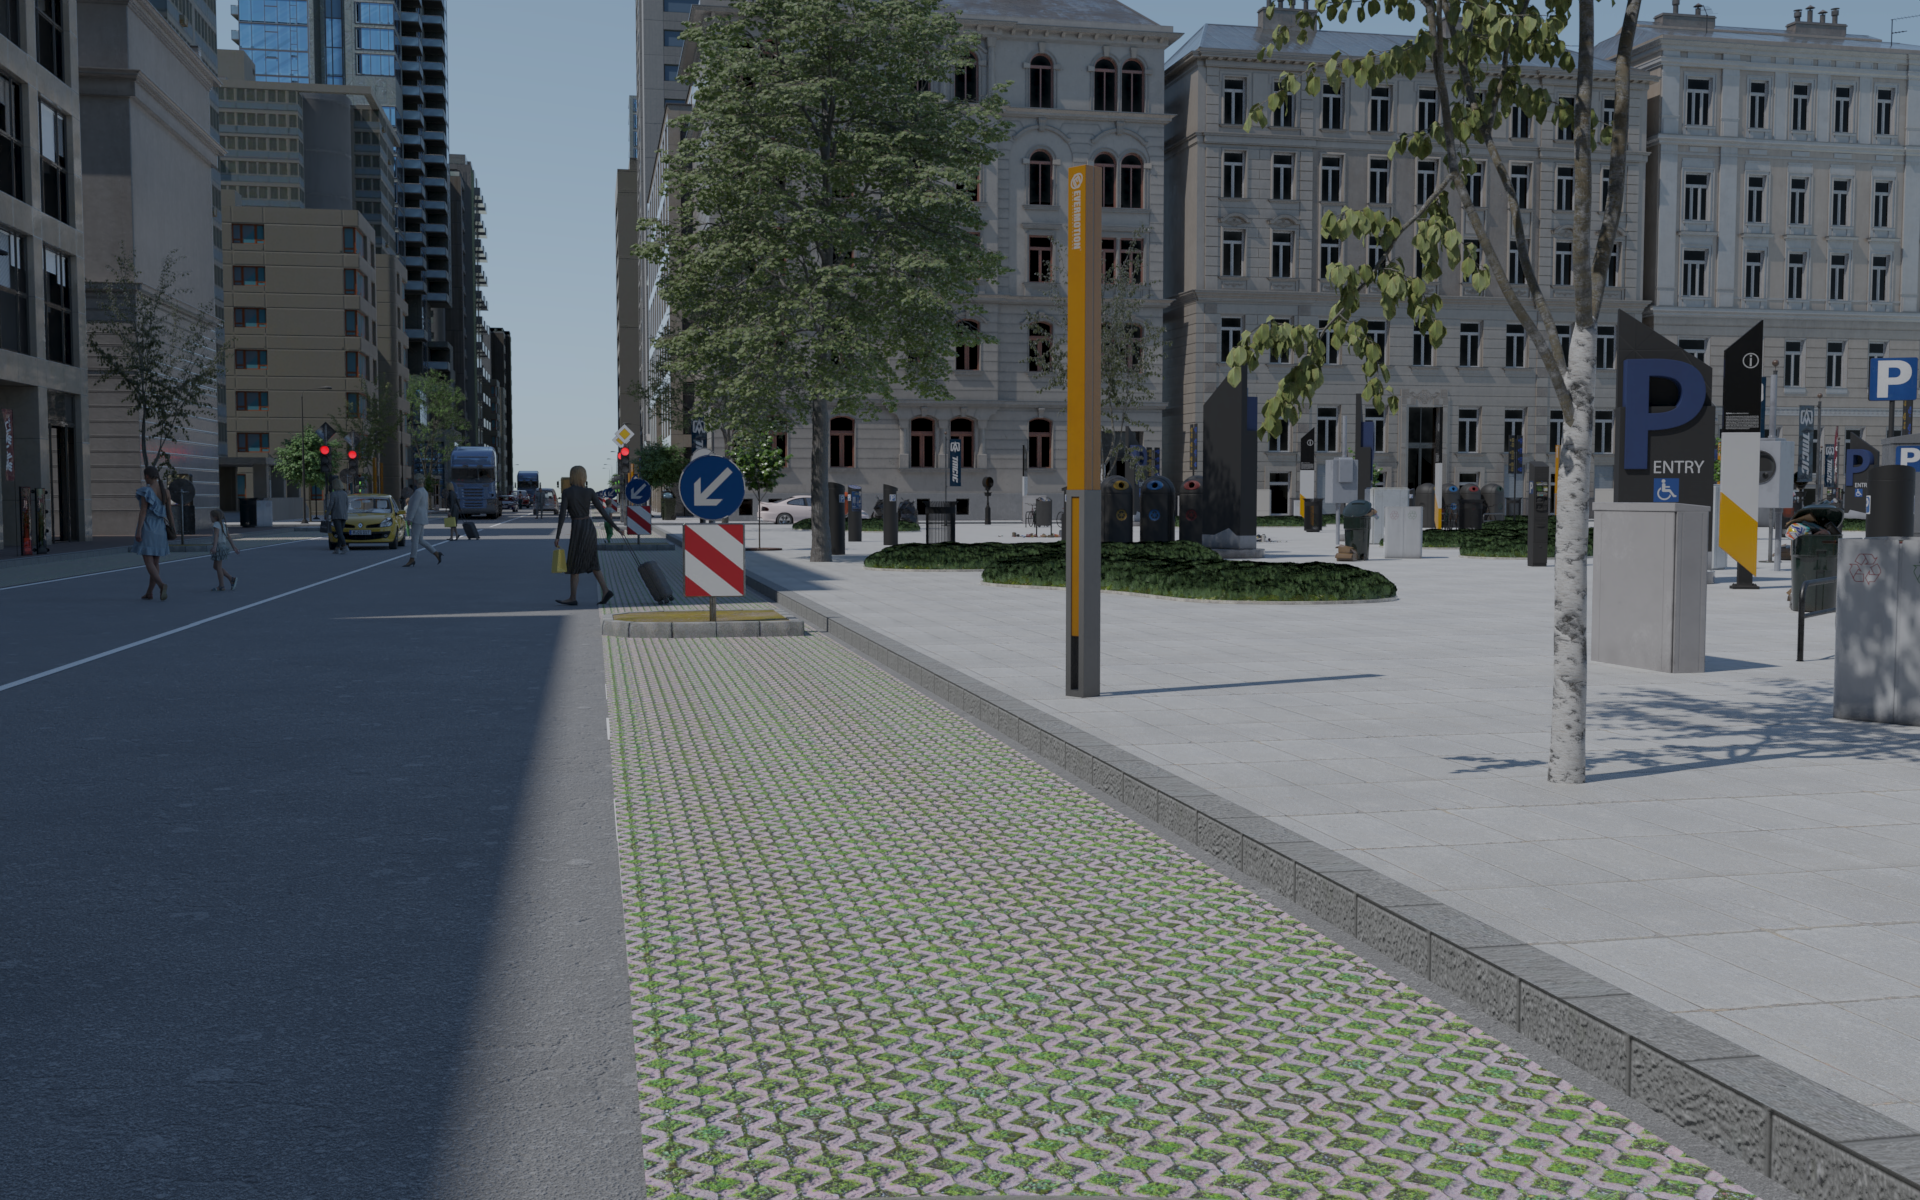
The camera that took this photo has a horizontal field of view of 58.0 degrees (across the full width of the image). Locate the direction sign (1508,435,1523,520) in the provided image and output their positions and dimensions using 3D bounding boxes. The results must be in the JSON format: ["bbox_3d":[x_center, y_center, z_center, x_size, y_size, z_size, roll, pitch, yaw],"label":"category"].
[{"bbox_3d":[21.386,-4.571,66.728,0.876,3.537,0.379,-3,4,-38],"label":"direction sign"}]

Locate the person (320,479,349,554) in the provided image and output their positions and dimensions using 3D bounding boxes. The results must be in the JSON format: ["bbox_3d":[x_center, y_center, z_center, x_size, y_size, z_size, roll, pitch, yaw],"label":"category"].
[{"bbox_3d":[-14.883,-1.997,41.339,0.728,1.800,0.709,2,4,33],"label":"person"}]

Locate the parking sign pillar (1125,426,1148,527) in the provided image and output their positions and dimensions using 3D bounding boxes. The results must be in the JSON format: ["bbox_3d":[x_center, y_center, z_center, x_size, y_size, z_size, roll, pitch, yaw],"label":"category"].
[{"bbox_3d":[7.035,-4.930,69.072,1.447,3.967,1.447,2,4,30],"label":"parking sign pillar"}]

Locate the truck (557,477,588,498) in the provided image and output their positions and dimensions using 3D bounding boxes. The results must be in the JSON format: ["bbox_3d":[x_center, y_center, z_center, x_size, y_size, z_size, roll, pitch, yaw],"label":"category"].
[{"bbox_3d":[-43.319,-12.100,193.765,3.469,3.379,9.791,-1,4,-13],"label":"truck"}]

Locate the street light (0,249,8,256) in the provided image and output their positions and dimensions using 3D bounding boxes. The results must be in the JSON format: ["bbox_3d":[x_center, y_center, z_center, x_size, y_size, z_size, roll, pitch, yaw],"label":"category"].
[{"bbox_3d":[-18.724,-3.689,32.854,1.470,5.913,1.316,-1,4,-12],"label":"street light"}]

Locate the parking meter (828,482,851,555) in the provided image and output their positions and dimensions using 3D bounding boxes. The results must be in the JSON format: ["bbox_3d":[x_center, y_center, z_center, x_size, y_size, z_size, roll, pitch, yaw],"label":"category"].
[{"bbox_3d":[-2.609,-1.720,36.530,0.372,1.533,0.369,0,3,0],"label":"parking meter"}]

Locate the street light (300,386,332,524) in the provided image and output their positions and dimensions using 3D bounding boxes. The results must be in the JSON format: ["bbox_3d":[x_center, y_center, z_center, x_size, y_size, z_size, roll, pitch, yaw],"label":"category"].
[{"bbox_3d":[-27.776,-6.252,74.759,1.470,5.913,1.316,-1,4,-12],"label":"street light"}]

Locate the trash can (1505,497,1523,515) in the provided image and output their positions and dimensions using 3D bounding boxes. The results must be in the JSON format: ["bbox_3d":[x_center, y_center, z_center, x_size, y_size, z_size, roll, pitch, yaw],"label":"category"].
[{"bbox_3d":[23.377,-3.761,73.145,0.748,1.137,0.748,0,3,0],"label":"trash can"}]

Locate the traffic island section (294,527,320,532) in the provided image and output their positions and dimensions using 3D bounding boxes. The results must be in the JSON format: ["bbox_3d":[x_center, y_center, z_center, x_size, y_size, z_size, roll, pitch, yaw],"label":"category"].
[{"bbox_3d":[-24.638,-2.760,67.414,2.009,0.180,2.903,-1,4,-12],"label":"traffic island section"}]

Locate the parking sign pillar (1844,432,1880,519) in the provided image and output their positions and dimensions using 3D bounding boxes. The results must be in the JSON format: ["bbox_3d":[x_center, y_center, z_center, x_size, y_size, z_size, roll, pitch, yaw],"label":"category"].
[{"bbox_3d":[38.908,-5.274,74.707,1.447,3.967,1.447,-2,4,-28],"label":"parking sign pillar"}]

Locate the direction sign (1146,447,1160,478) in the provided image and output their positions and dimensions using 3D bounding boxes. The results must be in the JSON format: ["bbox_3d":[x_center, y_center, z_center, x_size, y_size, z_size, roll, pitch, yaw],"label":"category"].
[{"bbox_3d":[9.343,-5.620,83.877,0.876,3.537,0.379,-3,4,-38],"label":"direction sign"}]

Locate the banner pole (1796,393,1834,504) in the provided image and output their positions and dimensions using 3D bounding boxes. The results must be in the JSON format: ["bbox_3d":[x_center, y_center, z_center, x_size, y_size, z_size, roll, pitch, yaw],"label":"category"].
[{"bbox_3d":[21.112,-3.240,42.997,0.863,3.779,0.401,-1,4,-18],"label":"banner pole"}]

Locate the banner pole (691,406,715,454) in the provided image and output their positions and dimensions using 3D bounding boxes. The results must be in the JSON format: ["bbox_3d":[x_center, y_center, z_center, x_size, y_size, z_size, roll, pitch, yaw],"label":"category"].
[{"bbox_3d":[-7.214,-3.610,49.040,0.863,3.779,0.401,-2,4,-23],"label":"banner pole"}]

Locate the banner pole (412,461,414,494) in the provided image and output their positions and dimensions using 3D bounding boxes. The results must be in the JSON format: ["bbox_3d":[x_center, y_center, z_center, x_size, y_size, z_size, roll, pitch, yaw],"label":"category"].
[{"bbox_3d":[-41.252,-8.600,130.624,0.401,3.779,0.863,-2,4,-25],"label":"banner pole"}]

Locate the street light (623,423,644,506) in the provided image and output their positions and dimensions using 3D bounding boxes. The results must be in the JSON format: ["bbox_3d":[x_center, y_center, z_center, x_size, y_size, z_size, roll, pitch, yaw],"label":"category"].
[{"bbox_3d":[-21.253,-8.588,112.947,1.470,5.913,1.316,-1,4,-12],"label":"street light"}]

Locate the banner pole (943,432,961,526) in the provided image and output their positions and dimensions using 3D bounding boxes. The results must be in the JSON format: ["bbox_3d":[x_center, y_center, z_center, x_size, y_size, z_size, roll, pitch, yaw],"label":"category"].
[{"bbox_3d":[-0.344,-4.856,69.413,0.863,3.779,0.401,1,4,11],"label":"banner pole"}]

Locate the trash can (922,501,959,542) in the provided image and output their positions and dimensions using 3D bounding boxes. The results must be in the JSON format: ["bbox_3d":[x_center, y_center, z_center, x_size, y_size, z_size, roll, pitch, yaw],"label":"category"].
[{"bbox_3d":[-0.392,-1.430,35.028,0.748,1.137,0.748,0,3,0],"label":"trash can"}]

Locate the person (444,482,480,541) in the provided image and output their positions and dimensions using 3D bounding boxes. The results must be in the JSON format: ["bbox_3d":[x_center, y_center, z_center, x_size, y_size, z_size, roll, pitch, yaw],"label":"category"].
[{"bbox_3d":[-15.424,-2.739,53.507,0.699,1.804,1.509,2,4,29],"label":"person"}]

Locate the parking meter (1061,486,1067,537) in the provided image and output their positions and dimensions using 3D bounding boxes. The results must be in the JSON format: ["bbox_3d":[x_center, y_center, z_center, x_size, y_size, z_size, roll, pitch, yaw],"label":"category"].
[{"bbox_3d":[2.595,-2.004,41.169,0.372,1.533,0.369,0,3,0],"label":"parking meter"}]

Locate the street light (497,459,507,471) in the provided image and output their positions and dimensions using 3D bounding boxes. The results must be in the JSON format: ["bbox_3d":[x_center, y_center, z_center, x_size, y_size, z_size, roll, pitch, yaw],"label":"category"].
[{"bbox_3d":[-61.115,-15.813,231.089,1.470,5.913,1.316,-1,4,-12],"label":"street light"}]

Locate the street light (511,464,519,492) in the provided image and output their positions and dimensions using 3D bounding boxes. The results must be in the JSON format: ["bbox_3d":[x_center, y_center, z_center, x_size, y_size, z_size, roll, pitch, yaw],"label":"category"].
[{"bbox_3d":[-69.420,-18.191,269.970,1.470,5.913,1.316,-1,4,-12],"label":"street light"}]

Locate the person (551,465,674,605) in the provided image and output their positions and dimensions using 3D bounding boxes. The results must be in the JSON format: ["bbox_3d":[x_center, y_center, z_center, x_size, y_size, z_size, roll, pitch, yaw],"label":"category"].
[{"bbox_3d":[-4.504,-0.831,22.304,1.509,1.804,0.699,0,4,3],"label":"person"}]

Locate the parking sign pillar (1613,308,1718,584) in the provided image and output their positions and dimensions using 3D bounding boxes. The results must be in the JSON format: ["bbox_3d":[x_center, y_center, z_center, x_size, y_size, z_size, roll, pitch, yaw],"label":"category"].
[{"bbox_3d":[10.181,-2.237,25.044,1.447,3.967,1.447,1,4,11],"label":"parking sign pillar"}]

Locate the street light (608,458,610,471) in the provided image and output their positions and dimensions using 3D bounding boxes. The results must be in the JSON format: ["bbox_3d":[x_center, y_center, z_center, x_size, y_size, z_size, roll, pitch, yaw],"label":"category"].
[{"bbox_3d":[-37.092,-13.143,187.433,1.470,5.913,1.316,-1,4,-12],"label":"street light"}]

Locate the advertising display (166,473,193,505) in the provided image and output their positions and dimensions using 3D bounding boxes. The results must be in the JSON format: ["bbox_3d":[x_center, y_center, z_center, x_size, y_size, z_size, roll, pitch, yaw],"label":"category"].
[{"bbox_3d":[-24.460,-3.004,54.323,0.974,1.923,0.123,1,4,22],"label":"advertising display"}]

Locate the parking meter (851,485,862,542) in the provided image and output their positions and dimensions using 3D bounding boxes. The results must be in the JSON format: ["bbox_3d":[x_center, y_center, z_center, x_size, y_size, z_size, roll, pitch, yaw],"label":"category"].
[{"bbox_3d":[-2.830,-2.338,46.631,0.372,1.533,0.369,0,3,0],"label":"parking meter"}]

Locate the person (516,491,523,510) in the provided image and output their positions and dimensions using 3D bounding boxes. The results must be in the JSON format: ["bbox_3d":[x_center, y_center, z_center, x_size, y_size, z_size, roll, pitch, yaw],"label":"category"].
[{"bbox_3d":[-40.650,-9.211,159.814,0.721,1.736,1.217,1,4,20],"label":"person"}]

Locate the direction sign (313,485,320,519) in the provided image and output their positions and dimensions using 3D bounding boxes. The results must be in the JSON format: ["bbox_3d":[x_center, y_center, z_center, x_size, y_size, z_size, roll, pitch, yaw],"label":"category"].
[{"bbox_3d":[-32.635,-5.855,87.730,0.379,3.537,0.876,2,4,33],"label":"direction sign"}]

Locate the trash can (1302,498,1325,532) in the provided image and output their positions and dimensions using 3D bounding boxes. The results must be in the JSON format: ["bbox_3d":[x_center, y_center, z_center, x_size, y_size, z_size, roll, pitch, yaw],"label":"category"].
[{"bbox_3d":[11.869,-2.847,58.198,0.748,1.137,0.748,0,3,0],"label":"trash can"}]

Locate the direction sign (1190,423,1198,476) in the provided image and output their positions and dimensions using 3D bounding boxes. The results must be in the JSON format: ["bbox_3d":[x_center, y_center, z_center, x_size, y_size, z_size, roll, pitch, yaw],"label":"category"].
[{"bbox_3d":[7.533,-3.909,55.909,0.379,3.537,0.876,0,4,-7],"label":"direction sign"}]

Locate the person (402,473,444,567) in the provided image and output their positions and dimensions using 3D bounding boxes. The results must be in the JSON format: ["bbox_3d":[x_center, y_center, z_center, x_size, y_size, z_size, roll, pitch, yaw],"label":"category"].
[{"bbox_3d":[-10.632,-1.583,34.256,0.818,1.842,0.514,-1,4,-23],"label":"person"}]

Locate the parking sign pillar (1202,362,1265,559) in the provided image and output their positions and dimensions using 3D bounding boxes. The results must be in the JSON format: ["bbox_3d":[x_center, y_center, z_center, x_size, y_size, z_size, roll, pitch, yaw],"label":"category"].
[{"bbox_3d":[5.439,-2.841,34.917,1.447,3.967,1.447,-2,4,-27],"label":"parking sign pillar"}]

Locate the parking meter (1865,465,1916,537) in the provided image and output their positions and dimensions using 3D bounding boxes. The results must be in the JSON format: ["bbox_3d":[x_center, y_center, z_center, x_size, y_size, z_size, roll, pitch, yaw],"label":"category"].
[{"bbox_3d":[8.107,-0.410,15.118,0.372,1.533,0.369,0,3,0],"label":"parking meter"}]

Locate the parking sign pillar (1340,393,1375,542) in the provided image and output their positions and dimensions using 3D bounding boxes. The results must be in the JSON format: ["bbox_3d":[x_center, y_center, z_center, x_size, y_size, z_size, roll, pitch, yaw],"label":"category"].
[{"bbox_3d":[10.964,-3.579,46.992,1.447,3.967,1.447,1,4,16],"label":"parking sign pillar"}]

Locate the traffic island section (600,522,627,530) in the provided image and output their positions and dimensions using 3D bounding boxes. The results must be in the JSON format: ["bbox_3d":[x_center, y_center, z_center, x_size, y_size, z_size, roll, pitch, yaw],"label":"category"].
[{"bbox_3d":[-15.116,-3.384,77.601,2.009,0.180,2.903,-1,4,-12],"label":"traffic island section"}]

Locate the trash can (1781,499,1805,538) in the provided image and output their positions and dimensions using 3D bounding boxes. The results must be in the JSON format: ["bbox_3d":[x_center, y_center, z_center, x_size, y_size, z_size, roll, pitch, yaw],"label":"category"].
[{"bbox_3d":[24.453,-2.406,50.994,0.748,1.137,0.748,0,3,0],"label":"trash can"}]

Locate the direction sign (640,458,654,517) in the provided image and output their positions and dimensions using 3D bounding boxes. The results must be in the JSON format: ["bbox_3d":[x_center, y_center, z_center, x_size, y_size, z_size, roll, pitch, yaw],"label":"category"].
[{"bbox_3d":[-17.522,-6.488,98.077,0.876,3.537,0.379,0,4,-6],"label":"direction sign"}]

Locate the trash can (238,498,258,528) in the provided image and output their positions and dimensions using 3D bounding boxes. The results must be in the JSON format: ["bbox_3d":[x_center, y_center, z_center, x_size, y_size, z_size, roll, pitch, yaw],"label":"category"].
[{"bbox_3d":[-27.175,-3.332,66.129,0.748,1.137,0.748,0,3,0],"label":"trash can"}]

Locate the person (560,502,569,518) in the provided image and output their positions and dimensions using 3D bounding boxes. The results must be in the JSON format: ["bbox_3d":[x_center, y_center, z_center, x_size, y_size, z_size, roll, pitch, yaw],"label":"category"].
[{"bbox_3d":[-23.663,-5.794,103.900,0.731,1.740,0.598,-3,4,-36],"label":"person"}]

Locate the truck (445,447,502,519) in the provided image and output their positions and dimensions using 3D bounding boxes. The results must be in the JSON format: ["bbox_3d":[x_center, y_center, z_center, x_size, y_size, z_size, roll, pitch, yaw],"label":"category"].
[{"bbox_3d":[-28.994,-7.000,104.210,2.967,4.110,18.799,-1,4,-14],"label":"truck"}]

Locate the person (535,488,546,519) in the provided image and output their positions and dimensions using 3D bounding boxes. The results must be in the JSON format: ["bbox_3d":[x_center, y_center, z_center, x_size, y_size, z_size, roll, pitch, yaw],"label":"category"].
[{"bbox_3d":[-24.395,-5.627,100.603,0.635,1.810,0.391,-1,4,-13],"label":"person"}]

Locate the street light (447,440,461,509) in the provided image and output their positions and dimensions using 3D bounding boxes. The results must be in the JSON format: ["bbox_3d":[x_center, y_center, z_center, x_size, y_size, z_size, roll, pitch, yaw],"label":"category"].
[{"bbox_3d":[-43.669,-10.827,149.561,1.470,5.913,1.316,-1,4,-12],"label":"street light"}]

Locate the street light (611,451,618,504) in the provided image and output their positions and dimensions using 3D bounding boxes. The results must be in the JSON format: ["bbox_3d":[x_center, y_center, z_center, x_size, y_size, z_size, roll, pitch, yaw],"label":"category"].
[{"bbox_3d":[-29.472,-10.931,151.269,1.470,5.913,1.316,-1,4,-12],"label":"street light"}]

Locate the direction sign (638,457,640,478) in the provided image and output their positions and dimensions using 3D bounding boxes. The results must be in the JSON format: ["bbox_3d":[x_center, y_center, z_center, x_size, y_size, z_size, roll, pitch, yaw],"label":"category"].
[{"bbox_3d":[-19.532,-6.945,105.553,0.379,3.537,0.876,-1,4,-22],"label":"direction sign"}]

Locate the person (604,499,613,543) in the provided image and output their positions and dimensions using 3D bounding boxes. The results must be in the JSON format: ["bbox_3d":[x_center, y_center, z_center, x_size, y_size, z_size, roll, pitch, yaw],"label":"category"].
[{"bbox_3d":[-9.449,-2.064,46.487,0.306,1.304,0.590,1,4,9],"label":"person"}]

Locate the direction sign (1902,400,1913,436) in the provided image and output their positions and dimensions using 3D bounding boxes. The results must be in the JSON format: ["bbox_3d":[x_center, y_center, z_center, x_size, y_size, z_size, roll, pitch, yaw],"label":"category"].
[{"bbox_3d":[19.374,-2.659,35.475,0.379,3.537,0.876,1,4,19],"label":"direction sign"}]

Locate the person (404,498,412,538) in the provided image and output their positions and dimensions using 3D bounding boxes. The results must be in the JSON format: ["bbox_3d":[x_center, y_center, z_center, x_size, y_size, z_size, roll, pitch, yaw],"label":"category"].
[{"bbox_3d":[-17.836,-2.654,56.146,0.306,1.304,0.590,-2,4,-29],"label":"person"}]

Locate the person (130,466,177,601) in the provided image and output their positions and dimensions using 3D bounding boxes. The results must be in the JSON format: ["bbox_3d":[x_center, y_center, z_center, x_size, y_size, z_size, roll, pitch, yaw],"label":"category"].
[{"bbox_3d":[-10.821,-0.901,23.331,0.778,1.811,0.616,3,5,40],"label":"person"}]

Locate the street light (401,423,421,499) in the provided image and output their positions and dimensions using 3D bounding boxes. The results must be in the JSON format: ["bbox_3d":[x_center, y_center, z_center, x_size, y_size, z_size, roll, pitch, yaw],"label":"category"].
[{"bbox_3d":[-36.027,-8.629,113.628,1.470,5.913,1.316,-1,4,-12],"label":"street light"}]

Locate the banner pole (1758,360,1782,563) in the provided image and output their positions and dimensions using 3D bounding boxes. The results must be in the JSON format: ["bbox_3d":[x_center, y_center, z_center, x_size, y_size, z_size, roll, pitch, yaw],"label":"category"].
[{"bbox_3d":[15.021,-2.599,32.509,0.401,3.779,0.863,-3,5,-43],"label":"banner pole"}]

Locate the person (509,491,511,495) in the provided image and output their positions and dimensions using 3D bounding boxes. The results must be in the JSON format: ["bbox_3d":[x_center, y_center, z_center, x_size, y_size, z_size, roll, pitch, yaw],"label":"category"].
[{"bbox_3d":[-56.567,-12.806,217.846,1.348,1.831,0.705,1,4,11],"label":"person"}]

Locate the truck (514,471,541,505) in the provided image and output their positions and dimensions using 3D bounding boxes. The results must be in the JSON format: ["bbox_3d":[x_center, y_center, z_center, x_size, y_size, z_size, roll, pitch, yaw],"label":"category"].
[{"bbox_3d":[-50.983,-13.195,205.499,2.967,4.110,18.799,-1,4,-12],"label":"truck"}]

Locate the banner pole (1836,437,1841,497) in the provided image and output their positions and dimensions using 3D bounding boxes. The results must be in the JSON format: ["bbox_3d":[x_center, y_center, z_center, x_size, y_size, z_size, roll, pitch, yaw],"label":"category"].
[{"bbox_3d":[38.385,-5.270,76.179,0.863,3.779,0.401,0,4,-5],"label":"banner pole"}]

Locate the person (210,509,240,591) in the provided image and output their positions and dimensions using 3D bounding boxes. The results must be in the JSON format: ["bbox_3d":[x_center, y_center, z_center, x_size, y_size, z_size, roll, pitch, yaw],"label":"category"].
[{"bbox_3d":[-10.888,-0.737,25.563,0.382,1.210,0.505,0,4,-5],"label":"person"}]

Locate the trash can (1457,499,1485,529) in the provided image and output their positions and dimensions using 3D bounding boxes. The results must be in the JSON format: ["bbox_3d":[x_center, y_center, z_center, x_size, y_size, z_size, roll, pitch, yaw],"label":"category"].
[{"bbox_3d":[13.856,-2.163,47.014,0.748,1.137,0.748,0,3,0],"label":"trash can"}]
